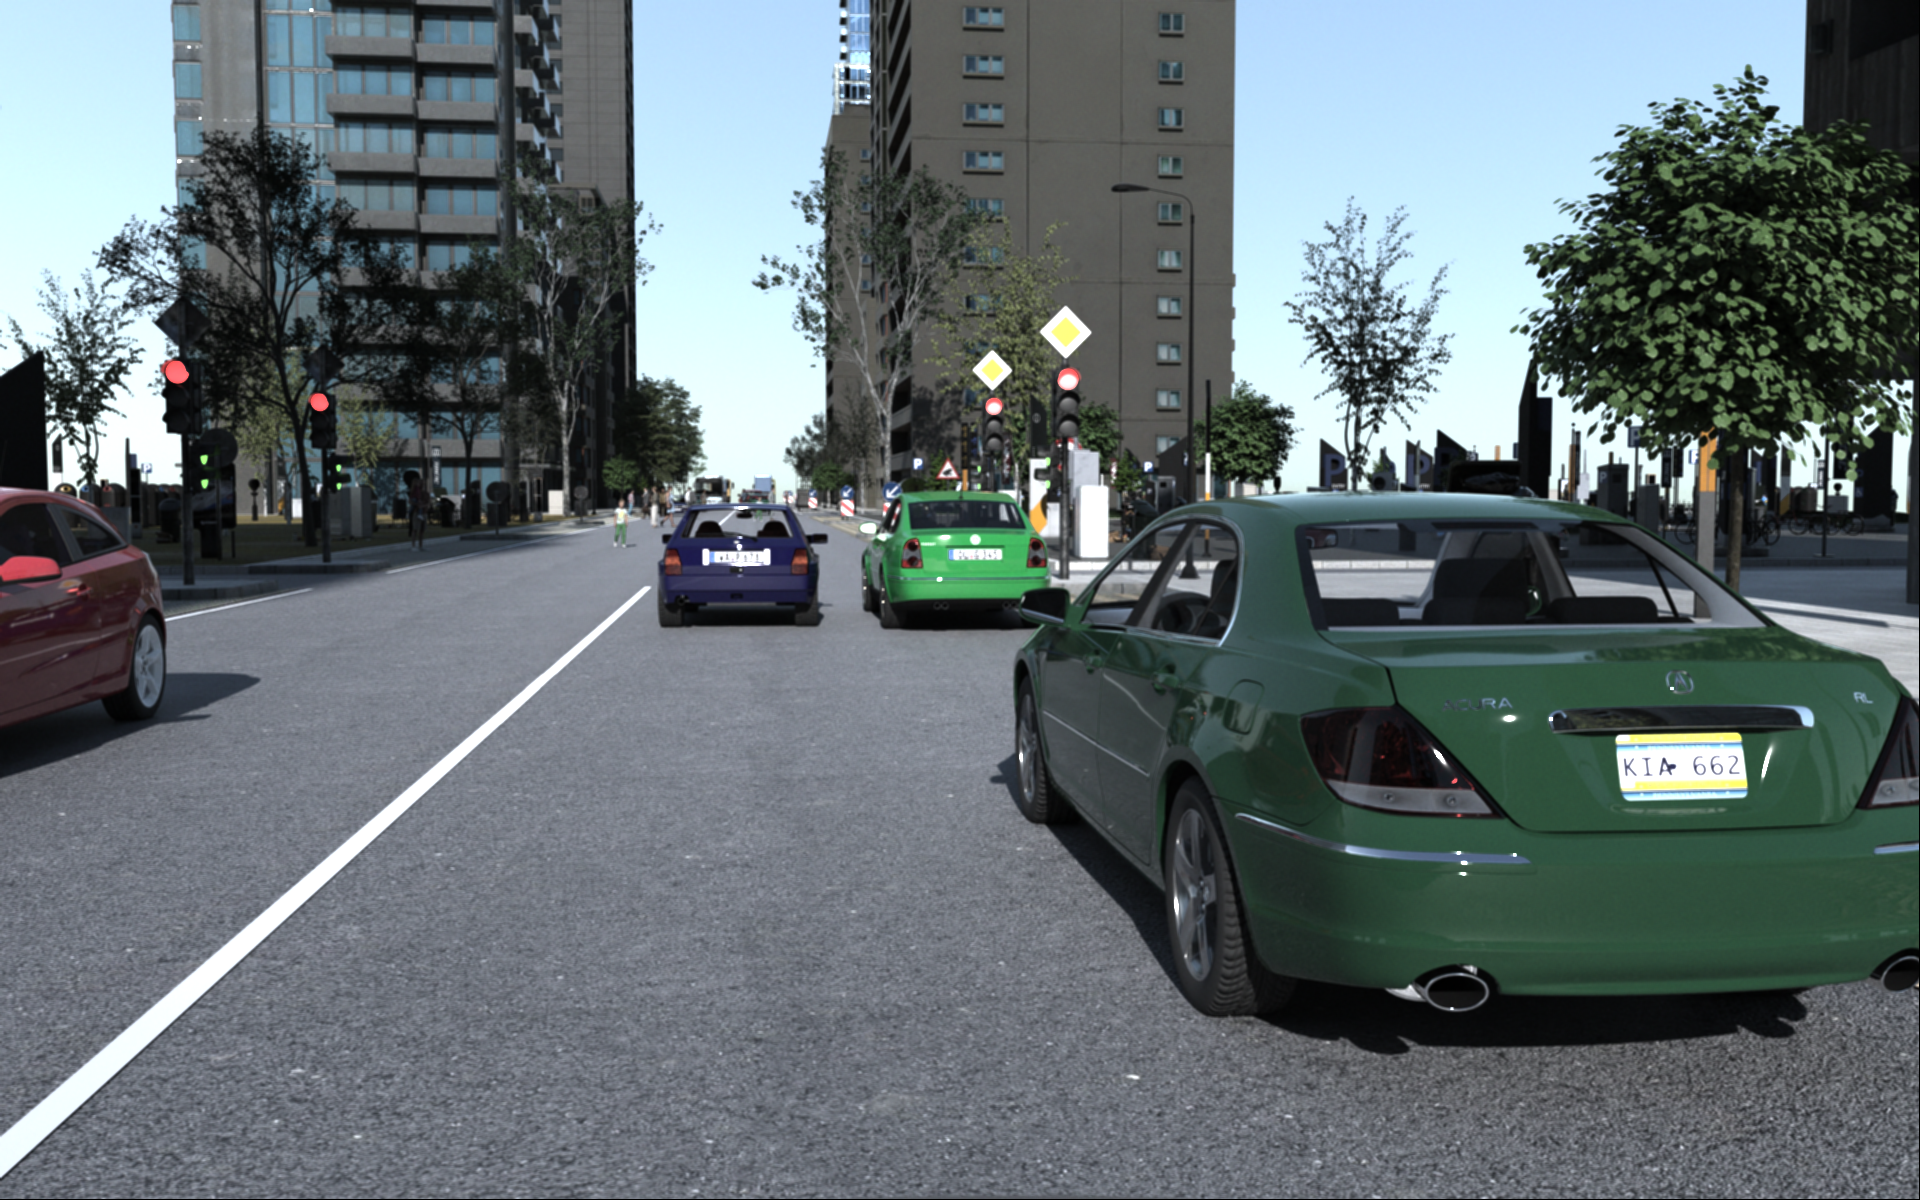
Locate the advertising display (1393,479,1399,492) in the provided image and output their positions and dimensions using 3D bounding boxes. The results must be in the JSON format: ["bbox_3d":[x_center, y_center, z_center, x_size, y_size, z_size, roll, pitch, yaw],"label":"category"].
[{"bbox_3d":[18.422,-4.213,74.089,0.974,1.923,0.123,-3,5,-41],"label":"advertising display"}]

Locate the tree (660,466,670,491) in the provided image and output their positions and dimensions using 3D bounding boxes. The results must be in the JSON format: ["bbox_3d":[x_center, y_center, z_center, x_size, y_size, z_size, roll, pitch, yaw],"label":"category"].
[{"bbox_3d":[-34.007,-15.050,196.423,4.360,8.622,3.978,0,3,0],"label":"tree"}]

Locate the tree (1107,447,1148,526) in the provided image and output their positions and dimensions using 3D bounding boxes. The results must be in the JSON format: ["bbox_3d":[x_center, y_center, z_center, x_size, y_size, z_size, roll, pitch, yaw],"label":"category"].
[{"bbox_3d":[6.661,-4.659,70.770,1.663,3.219,1.824,0,3,0],"label":"tree"}]

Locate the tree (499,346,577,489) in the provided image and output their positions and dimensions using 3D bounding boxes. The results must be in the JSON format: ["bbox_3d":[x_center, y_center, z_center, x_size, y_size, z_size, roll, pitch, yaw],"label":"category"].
[{"bbox_3d":[-21.069,-8.319,86.384,4.360,8.622,3.978,0,3,0],"label":"tree"}]

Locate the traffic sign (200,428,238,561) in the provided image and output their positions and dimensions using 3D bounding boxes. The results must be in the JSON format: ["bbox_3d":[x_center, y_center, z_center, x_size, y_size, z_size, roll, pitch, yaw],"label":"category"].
[{"bbox_3d":[-14.290,-2.034,33.366,0.768,2.556,0.104,0,4,-3],"label":"traffic sign"}]

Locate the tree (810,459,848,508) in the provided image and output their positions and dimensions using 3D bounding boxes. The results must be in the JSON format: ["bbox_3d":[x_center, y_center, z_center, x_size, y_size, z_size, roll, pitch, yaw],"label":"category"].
[{"bbox_3d":[-13.907,-11.909,178.424,4.285,4.588,4.351,0,3,0],"label":"tree"}]

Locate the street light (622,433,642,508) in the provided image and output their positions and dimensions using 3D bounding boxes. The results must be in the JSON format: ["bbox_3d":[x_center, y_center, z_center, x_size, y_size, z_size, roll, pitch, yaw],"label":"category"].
[{"bbox_3d":[-25.083,-9.719,131.449,1.470,5.913,1.316,0,4,-7],"label":"street light"}]

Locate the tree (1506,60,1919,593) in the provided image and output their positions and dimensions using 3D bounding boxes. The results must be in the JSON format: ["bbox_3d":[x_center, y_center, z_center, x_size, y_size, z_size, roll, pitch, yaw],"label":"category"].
[{"bbox_3d":[5.958,-1.801,13.167,4.285,4.588,4.351,0,3,0],"label":"tree"}]

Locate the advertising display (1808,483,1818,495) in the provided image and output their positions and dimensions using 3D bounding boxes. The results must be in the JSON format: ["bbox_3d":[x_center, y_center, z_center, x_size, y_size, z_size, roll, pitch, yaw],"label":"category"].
[{"bbox_3d":[49.790,-5.867,101.139,0.974,1.923,0.123,-3,5,-39],"label":"advertising display"}]

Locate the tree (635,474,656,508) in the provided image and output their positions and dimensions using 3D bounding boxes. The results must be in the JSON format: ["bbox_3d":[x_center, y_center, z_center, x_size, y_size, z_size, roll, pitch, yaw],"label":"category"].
[{"bbox_3d":[-29.562,-10.248,162.157,1.663,3.219,1.824,0,3,0],"label":"tree"}]

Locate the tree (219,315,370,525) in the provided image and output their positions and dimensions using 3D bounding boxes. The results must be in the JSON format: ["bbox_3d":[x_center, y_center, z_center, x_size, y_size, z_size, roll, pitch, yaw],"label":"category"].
[{"bbox_3d":[-27.521,-7.346,70.476,4.737,8.622,4.395,0,3,0],"label":"tree"}]

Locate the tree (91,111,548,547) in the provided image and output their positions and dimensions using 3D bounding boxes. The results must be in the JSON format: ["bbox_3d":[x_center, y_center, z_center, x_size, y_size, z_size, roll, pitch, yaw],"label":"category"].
[{"bbox_3d":[-16.153,-6.602,42.350,7.601,10.594,8.767,3,4,39],"label":"tree"}]

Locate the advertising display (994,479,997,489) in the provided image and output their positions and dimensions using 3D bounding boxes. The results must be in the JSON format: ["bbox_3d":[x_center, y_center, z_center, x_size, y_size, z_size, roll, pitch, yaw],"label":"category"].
[{"bbox_3d":[1.160,-4.346,76.277,0.974,1.923,0.123,2,4,31],"label":"advertising display"}]

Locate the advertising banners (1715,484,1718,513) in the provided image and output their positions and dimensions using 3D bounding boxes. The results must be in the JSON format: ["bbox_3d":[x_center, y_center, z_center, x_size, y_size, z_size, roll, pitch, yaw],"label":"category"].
[{"bbox_3d":[32.428,-4.774,74.247,0.090,3.025,2.074,2,4,26],"label":"advertising banners"}]

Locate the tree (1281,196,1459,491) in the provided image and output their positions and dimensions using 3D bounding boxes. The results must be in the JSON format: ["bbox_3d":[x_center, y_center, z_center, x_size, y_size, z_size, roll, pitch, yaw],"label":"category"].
[{"bbox_3d":[10.230,-5.712,43.750,4.360,8.622,3.978,0,3,0],"label":"tree"}]

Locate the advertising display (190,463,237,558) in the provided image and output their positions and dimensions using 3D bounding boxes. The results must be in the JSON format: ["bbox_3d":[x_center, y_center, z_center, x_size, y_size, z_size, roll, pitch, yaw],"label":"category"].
[{"bbox_3d":[-15.009,-1.801,34.658,0.974,1.923,0.123,-1,4,-15],"label":"advertising display"}]

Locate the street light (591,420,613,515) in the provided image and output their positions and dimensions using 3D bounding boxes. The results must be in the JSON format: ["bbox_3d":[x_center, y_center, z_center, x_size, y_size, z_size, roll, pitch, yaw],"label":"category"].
[{"bbox_3d":[-22.348,-8.299,108.229,1.470,5.913,1.316,0,4,-7],"label":"street light"}]

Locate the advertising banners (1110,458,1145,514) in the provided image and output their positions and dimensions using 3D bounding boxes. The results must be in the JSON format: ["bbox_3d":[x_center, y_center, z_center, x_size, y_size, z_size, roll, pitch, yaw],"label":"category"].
[{"bbox_3d":[8.153,-5.322,83.208,2.074,3.025,0.090,0,4,-1],"label":"advertising banners"}]

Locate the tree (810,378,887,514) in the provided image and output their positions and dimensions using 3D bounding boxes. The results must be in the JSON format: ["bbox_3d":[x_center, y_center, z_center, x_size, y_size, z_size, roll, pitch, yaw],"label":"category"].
[{"bbox_3d":[-6.289,-9.678,108.604,4.360,8.622,3.978,0,3,0],"label":"tree"}]

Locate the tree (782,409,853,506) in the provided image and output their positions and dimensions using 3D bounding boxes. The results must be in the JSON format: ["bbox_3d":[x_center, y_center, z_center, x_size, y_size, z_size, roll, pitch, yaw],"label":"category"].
[{"bbox_3d":[-15.627,-15.720,191.432,8.767,10.594,7.601,0,4,3],"label":"tree"}]

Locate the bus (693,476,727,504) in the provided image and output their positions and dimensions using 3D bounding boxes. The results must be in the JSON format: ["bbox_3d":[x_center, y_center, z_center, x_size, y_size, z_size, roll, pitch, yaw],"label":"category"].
[{"bbox_3d":[-24.061,-10.565,167.600,2.948,3.499,13.247,0,4,-6],"label":"bus"}]

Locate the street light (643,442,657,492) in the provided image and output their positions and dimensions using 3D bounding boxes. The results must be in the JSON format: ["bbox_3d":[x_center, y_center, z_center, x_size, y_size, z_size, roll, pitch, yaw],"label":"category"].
[{"bbox_3d":[-27.962,-11.130,154.518,1.470,5.913,1.316,0,4,-7],"label":"street light"}]

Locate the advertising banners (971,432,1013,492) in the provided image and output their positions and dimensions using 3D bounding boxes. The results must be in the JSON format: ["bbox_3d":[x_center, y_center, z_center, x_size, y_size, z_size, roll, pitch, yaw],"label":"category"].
[{"bbox_3d":[0.884,-3.248,49.292,0.090,3.025,2.074,-2,4,-35],"label":"advertising banners"}]

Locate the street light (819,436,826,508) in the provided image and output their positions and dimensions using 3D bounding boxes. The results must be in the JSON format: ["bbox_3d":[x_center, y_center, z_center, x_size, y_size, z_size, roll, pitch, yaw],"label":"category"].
[{"bbox_3d":[-10.321,-10.137,138.288,1.470,5.913,1.316,0,4,-7],"label":"street light"}]

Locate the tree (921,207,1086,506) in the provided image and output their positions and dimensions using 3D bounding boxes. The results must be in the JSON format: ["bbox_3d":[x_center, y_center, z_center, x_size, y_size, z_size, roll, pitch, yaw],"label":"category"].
[{"bbox_3d":[1.337,-5.731,44.069,4.737,8.622,4.395,0,3,0],"label":"tree"}]

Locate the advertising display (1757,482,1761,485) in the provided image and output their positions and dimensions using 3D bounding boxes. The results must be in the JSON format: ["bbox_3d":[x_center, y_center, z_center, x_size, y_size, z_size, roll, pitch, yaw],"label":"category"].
[{"bbox_3d":[42.986,-5.365,92.930,0.974,1.923,0.123,-3,5,-43],"label":"advertising display"}]

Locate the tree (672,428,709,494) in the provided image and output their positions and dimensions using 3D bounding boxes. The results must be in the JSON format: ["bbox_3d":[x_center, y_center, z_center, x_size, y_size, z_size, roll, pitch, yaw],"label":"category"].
[{"bbox_3d":[-42.362,-20.767,265.290,9.928,11.665,9.643,0,3,0],"label":"tree"}]

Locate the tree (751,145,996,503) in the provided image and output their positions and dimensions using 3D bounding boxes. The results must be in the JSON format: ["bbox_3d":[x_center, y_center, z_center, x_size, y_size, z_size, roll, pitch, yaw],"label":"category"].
[{"bbox_3d":[-4.769,-14.605,94.684,12.611,20.169,13.585,0,3,0],"label":"tree"}]

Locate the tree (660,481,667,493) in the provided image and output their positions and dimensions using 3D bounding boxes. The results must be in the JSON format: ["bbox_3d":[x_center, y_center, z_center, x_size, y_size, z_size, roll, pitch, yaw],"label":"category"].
[{"bbox_3d":[-35.025,-12.744,202.962,1.663,3.219,1.824,0,3,0],"label":"tree"}]

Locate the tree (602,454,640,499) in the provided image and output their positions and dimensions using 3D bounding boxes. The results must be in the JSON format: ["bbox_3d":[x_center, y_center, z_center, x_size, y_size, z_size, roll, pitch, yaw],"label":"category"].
[{"bbox_3d":[-27.375,-9.533,139.572,4.285,4.588,4.351,0,3,0],"label":"tree"}]

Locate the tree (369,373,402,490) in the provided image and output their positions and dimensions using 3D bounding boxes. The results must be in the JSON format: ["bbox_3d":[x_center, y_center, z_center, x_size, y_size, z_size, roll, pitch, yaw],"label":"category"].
[{"bbox_3d":[-35.824,-9.367,103.505,4.737,8.622,4.395,0,3,0],"label":"tree"}]

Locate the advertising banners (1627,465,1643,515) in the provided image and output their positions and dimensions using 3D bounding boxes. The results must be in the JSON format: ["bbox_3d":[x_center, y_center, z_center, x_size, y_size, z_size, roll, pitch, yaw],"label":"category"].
[{"bbox_3d":[39.914,-6.513,102.675,2.074,3.025,0.090,-3,5,-39],"label":"advertising banners"}]

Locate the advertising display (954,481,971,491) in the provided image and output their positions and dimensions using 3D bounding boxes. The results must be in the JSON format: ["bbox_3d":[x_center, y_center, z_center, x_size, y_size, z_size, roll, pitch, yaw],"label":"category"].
[{"bbox_3d":[0.133,-4.924,85.728,0.974,1.923,0.123,-3,4,-37],"label":"advertising display"}]

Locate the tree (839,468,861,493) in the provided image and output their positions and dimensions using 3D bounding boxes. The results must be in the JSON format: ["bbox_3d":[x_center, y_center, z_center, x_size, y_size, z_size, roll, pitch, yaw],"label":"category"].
[{"bbox_3d":[-8.087,-8.151,127.865,1.663,3.219,1.824,0,3,0],"label":"tree"}]

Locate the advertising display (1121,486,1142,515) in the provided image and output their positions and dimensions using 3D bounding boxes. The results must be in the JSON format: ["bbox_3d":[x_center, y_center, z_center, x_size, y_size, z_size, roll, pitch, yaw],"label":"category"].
[{"bbox_3d":[7.689,-4.431,77.652,0.974,1.923,0.123,-1,4,-11],"label":"advertising display"}]

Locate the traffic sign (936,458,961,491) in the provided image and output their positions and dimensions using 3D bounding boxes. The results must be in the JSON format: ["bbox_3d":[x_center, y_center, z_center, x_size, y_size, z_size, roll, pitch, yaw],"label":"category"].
[{"bbox_3d":[-0.422,-3.755,61.399,0.884,2.594,0.081,0,4,1],"label":"traffic sign"}]

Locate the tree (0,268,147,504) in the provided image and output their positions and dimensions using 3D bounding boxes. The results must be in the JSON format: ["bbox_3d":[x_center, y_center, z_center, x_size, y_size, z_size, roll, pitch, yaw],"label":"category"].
[{"bbox_3d":[-28.245,-6.436,55.595,4.737,8.622,4.395,0,3,0],"label":"tree"}]

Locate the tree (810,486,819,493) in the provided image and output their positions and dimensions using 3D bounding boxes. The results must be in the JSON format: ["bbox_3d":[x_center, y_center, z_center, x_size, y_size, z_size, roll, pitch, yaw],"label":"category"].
[{"bbox_3d":[-18.556,-13.982,223.205,1.663,3.219,1.824,0,3,0],"label":"tree"}]

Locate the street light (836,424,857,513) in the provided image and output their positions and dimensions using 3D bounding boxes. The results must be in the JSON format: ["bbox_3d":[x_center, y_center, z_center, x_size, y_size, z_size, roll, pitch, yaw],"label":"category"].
[{"bbox_3d":[-7.531,-8.711,114.972,1.470,5.913,1.316,0,4,-7],"label":"street light"}]

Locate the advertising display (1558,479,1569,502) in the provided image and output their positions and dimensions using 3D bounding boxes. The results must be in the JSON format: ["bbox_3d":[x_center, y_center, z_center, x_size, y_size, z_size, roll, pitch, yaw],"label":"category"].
[{"bbox_3d":[25.529,-4.149,73.050,0.974,1.923,0.123,-3,5,-41],"label":"advertising display"}]

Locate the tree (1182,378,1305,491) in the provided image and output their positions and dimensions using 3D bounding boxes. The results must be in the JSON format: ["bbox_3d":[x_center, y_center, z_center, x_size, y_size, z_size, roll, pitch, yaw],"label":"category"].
[{"bbox_3d":[8.021,-3.982,48.818,4.285,4.588,4.351,0,3,0],"label":"tree"}]

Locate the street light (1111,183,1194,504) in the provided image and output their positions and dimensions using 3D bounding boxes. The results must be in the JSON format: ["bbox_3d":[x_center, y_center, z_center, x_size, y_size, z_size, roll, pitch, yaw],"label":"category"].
[{"bbox_3d":[2.952,-3.276,26.105,1.470,5.913,1.316,0,4,-7],"label":"street light"}]

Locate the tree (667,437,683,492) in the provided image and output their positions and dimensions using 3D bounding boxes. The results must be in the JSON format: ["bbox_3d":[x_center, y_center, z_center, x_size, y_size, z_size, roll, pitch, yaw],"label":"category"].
[{"bbox_3d":[-34.839,-15.732,207.576,4.737,8.622,4.395,0,3,0],"label":"tree"}]

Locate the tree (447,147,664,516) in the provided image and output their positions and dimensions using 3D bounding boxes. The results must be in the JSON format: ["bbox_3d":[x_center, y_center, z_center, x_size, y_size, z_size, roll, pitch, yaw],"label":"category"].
[{"bbox_3d":[-23.683,-14.780,97.537,12.611,20.169,13.585,0,3,0],"label":"tree"}]

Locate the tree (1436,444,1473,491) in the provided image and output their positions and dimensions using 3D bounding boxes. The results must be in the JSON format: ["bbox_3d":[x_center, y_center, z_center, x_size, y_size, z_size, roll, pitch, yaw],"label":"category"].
[{"bbox_3d":[19.485,-4.481,67.872,1.663,3.219,1.824,0,3,0],"label":"tree"}]

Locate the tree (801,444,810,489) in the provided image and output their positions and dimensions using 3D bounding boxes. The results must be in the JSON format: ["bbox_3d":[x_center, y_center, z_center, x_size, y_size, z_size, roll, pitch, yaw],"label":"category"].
[{"bbox_3d":[-12.878,-13.407,169.567,4.360,8.622,3.978,0,3,0],"label":"tree"}]

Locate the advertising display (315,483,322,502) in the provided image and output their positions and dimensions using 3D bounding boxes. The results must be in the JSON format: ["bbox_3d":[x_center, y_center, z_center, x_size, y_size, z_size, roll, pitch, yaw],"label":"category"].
[{"bbox_3d":[-36.301,-5.711,98.584,0.123,1.923,0.974,2,4,26],"label":"advertising display"}]

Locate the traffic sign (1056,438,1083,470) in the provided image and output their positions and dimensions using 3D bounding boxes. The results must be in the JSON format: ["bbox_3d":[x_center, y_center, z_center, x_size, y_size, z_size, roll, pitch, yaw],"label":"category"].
[{"bbox_3d":[2.372,-2.357,38.636,0.768,2.556,0.104,0,4,2],"label":"traffic sign"}]

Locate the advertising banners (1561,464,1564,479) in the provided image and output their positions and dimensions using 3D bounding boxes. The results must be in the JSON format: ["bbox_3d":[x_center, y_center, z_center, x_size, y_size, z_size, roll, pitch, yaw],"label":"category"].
[{"bbox_3d":[34.844,-6.397,100.781,0.090,3.025,2.074,0,4,4],"label":"advertising banners"}]

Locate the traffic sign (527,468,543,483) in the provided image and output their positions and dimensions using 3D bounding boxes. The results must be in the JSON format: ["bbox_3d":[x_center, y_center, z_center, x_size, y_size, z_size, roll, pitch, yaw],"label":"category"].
[{"bbox_3d":[-20.435,-5.092,83.364,0.768,2.556,0.104,0,4,-2],"label":"traffic sign"}]

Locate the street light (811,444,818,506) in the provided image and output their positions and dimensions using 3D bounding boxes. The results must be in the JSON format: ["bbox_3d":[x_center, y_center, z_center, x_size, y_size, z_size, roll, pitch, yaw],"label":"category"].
[{"bbox_3d":[-13.168,-11.564,161.608,1.470,5.913,1.316,0,4,-7],"label":"street light"}]

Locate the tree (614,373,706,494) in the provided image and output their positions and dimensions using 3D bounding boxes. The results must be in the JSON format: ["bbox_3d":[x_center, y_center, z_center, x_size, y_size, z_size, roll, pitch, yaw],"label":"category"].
[{"bbox_3d":[-31.892,-16.913,183.176,9.857,13.997,8.962,0,3,0],"label":"tree"}]

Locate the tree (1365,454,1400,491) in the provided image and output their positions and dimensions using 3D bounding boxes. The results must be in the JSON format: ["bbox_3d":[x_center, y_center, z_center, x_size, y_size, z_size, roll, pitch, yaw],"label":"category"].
[{"bbox_3d":[20.273,-5.410,83.059,1.663,3.219,1.824,0,3,0],"label":"tree"}]

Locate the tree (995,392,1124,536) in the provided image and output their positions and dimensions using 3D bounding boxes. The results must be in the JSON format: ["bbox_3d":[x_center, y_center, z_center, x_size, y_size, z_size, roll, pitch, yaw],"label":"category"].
[{"bbox_3d":[2.663,-4.523,57.672,4.285,4.588,4.351,0,3,0],"label":"tree"}]

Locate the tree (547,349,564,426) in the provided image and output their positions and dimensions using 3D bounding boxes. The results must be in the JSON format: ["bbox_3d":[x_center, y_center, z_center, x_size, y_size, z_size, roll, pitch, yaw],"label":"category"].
[{"bbox_3d":[-17.931,-7.918,63.867,8.767,10.594,7.601,3,5,40],"label":"tree"}]

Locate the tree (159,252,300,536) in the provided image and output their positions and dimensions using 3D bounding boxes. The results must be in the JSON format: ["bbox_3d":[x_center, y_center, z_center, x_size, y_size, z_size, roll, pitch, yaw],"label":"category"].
[{"bbox_3d":[-22.660,-6.304,53.428,4.360,8.622,3.978,0,3,0],"label":"tree"}]

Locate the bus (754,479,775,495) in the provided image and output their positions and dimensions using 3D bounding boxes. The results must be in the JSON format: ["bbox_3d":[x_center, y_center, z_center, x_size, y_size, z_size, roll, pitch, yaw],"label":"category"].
[{"bbox_3d":[-28.469,-15.961,252.514,2.896,3.916,12.252,-1,4,-9],"label":"bus"}]

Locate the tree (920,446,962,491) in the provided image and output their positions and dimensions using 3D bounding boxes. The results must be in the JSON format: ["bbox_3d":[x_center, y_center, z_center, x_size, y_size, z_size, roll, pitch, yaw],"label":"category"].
[{"bbox_3d":[-0.871,-4.519,68.482,1.663,3.219,1.824,0,3,0],"label":"tree"}]

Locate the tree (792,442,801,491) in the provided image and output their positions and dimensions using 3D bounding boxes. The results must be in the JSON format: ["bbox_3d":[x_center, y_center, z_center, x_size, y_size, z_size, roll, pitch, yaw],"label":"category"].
[{"bbox_3d":[-20.103,-17.077,229.565,4.360,8.622,3.978,0,3,0],"label":"tree"}]

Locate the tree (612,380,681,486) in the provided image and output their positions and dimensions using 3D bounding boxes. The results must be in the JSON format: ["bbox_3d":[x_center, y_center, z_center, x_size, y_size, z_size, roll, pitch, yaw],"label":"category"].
[{"bbox_3d":[-31.729,-15.523,171.928,7.486,12.596,7.792,0,3,0],"label":"tree"}]
